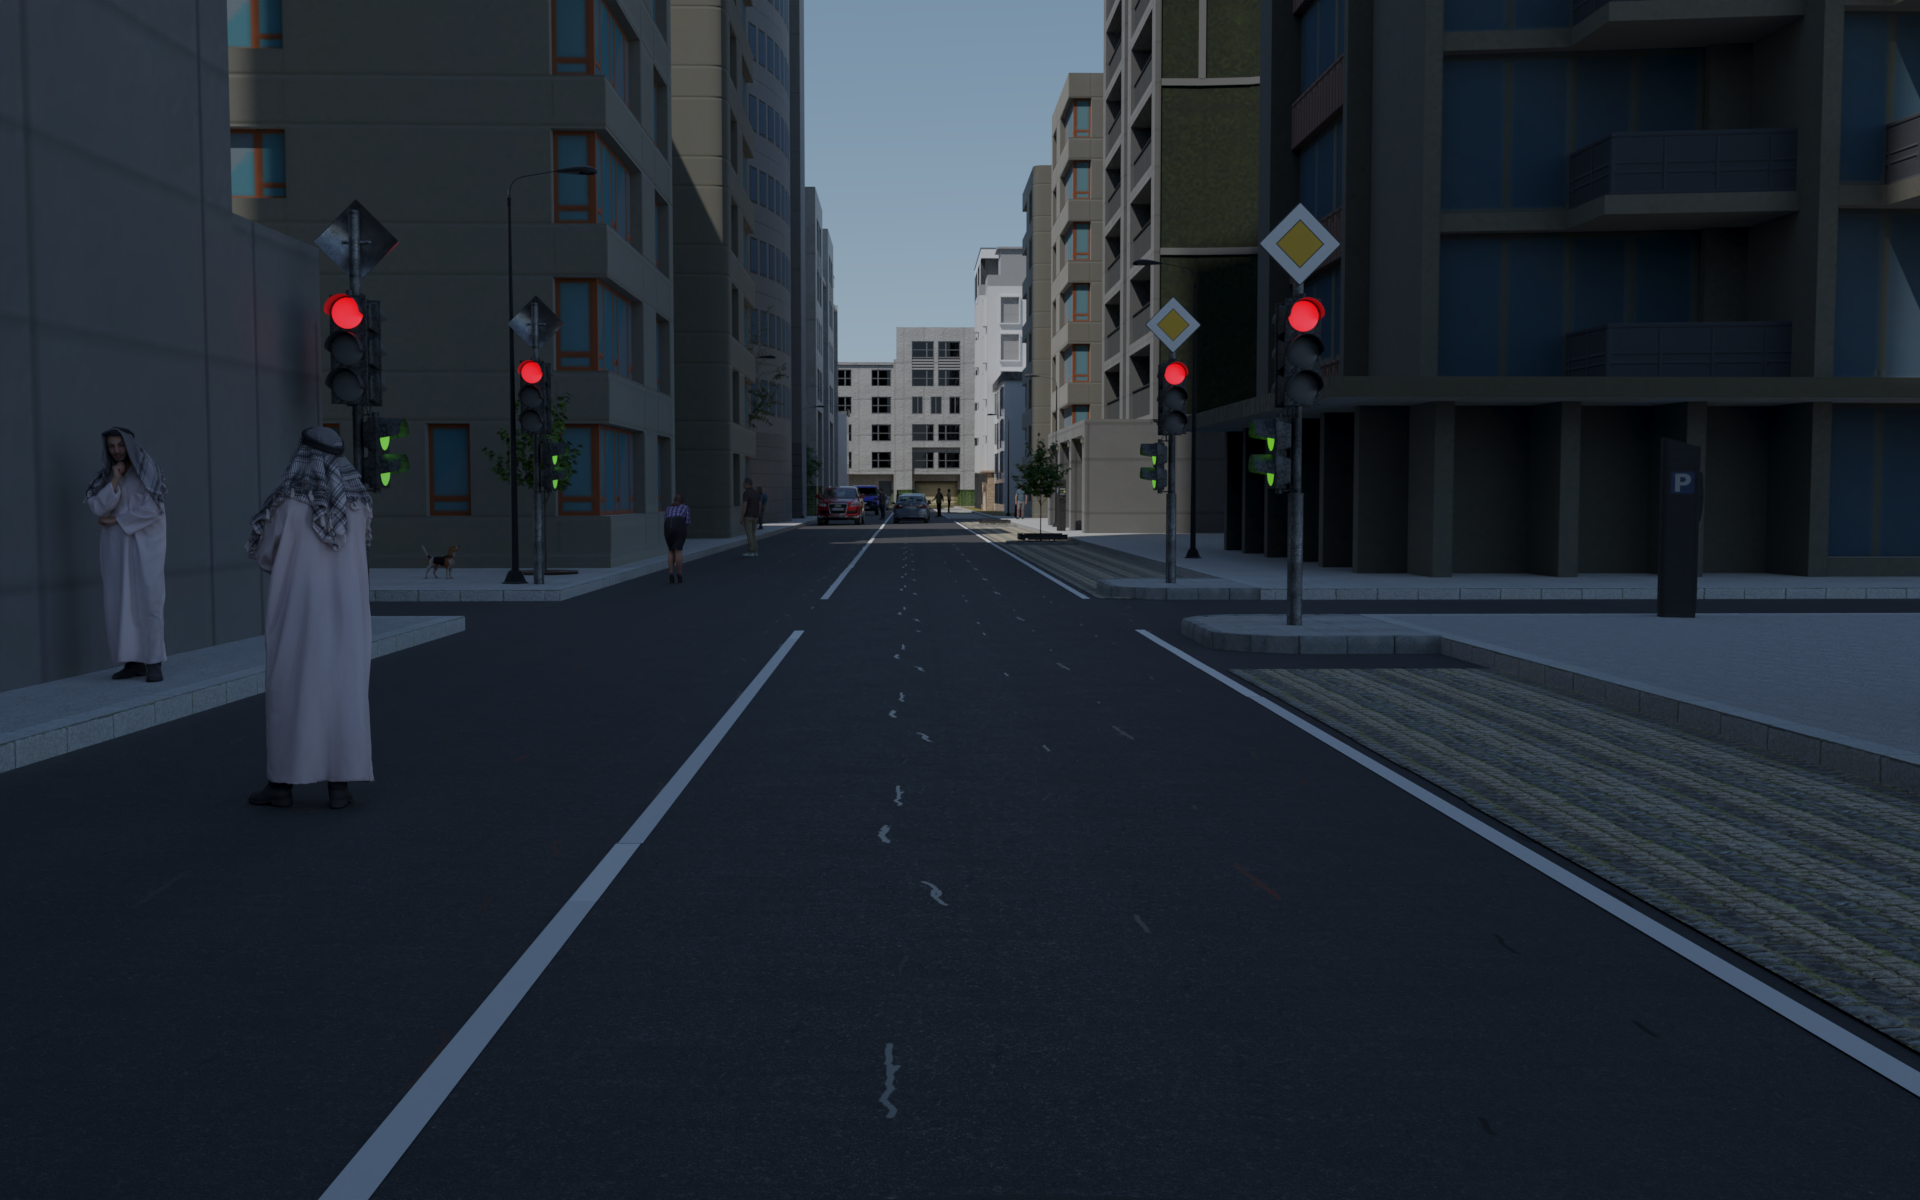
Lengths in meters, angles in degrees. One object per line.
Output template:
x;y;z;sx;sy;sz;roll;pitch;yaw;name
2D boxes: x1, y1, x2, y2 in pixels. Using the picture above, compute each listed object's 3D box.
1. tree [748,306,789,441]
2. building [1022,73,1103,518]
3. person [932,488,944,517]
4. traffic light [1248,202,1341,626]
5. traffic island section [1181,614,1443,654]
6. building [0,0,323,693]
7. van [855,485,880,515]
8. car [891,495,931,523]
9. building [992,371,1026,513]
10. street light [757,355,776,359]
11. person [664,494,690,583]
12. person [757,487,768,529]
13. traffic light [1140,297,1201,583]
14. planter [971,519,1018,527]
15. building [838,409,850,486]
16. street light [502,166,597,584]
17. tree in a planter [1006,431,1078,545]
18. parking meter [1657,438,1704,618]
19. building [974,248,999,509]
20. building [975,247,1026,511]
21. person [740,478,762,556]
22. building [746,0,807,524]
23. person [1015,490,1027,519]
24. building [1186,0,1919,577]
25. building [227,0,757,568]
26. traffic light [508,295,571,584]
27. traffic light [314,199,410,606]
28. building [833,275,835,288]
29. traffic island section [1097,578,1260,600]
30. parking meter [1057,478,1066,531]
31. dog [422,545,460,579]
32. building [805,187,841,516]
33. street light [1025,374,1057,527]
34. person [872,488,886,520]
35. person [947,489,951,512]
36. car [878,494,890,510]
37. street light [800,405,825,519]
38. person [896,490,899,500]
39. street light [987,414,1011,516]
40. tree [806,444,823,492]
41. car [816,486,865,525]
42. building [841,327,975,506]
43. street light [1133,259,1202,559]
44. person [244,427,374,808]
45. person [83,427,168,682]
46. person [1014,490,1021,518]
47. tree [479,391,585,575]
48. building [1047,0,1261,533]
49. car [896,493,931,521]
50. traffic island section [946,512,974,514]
-8.350;-6.896;63.107;4.360;8.622;3.978;0;3;0;tree
17.842;-14.750;86.196;27.650;21.520;28.899;0;4;-2;building
-1.334;-6.074;107.908;0.705;1.812;1.348;-2;4;-33;person
3.256;-1.708;16.853;0.839;4.253;0.868;0;4;-2;traffic light
3.296;0.325;16.968;2.009;0.180;2.903;0;4;-2;traffic island section
-16.379;-34.652;4.812;20.611;71.187;20.563;0;4;-2;building
-6.550;-7.039;119.466;2.240;2.365;5.245;0;4;-3;van
-2.422;-4.528;86.042;2.014;1.417;4.499;0;4;-1;car
7.447;-10.810;118.890;9.099;9.664;28.070;0;4;-2;building
-6.850;-5.227;58.009;1.470;5.913;1.316;0;4;-2;street light
-4.570;-0.991;27.929;0.421;1.427;0.697;0;4;1;person
-7.203;-3.321;62.559;0.429;1.552;0.499;-2;4;-34;person
3.017;-2.197;24.835;0.839;4.253;0.868;0;4;-2;traffic light
1.504;-3.397;76.681;1.991;0.319;1.994;0;4;-2;planter
-25.027;-13.984;170.785;28.070;9.664;9.099;0;4;-2;building
-5.830;-3.186;24.634;1.470;5.913;1.316;0;4;-2;street light
2.315;-3.198;49.508;1.991;3.239;1.994;0;4;-2;tree in a planter
7.502;-0.754;18.032;0.399;1.863;0.255;1;4;13;parking meter
15.167;-19.355;160.433;27.936;21.610;32.646;0;4;-2;building
9.259;-17.242;138.321;16.016;20.091;11.380;0;4;-2;building
-4.858;-1.919;40.004;0.434;1.807;0.598;3;5;44;person
-18.460;-32.829;78.757;21.231;58.520;28.212;0;4;-2;building
3.115;-5.028;88.380;0.598;1.807;0.434;0;4;8;person
19.522;-23.279;35.231;28.867;44.769;22.147;0;4;-2;building
-20.294;-12.128;43.328;27.650;21.520;28.899;0;4;-2;building
-5.980;-2.179;24.550;0.839;4.253;0.868;0;4;-2;traffic light
-5.741;-1.691;16.569;0.839;4.253;0.868;0;4;-2;traffic light
-25.295;-18.559;147.407;27.936;21.610;32.646;0;4;-2;building
3.057;-0.163;24.950;2.009;0.180;2.903;0;4;-2;traffic island section
3.513;-3.325;60.068;0.255;1.863;0.399;-1;4;-11;parking meter
-7.860;-0.575;26.225;0.540;0.507;0.406;-1;4;-19;dog
-17.151;-15.225;115.381;16.747;18.905;31.486;0;4;-2;building
3.202;-5.792;67.236;1.470;5.913;1.316;0;4;-2;street light
-4.571;-5.423;97.702;0.750;1.759;0.617;-1;4;-20;person
-0.778;-7.350;128.686;0.705;1.823;1.348;0;4;-2;person
-7.222;-8.754;155.125;2.014;1.417;4.499;0;4;-1;car
-7.770;-7.231;90.761;1.470;5.913;1.316;0;4;-2;street light
-6.116;-9.814;169.103;0.705;1.807;1.348;0;4;0;person
2.254;-7.795;99.992;1.470;5.913;1.316;0;4;-2;street light
-9.362;-6.951;97.366;4.285;4.588;4.351;0;3;0;tree
-5.582;-4.459;81.575;2.281;1.827;5.304;0;4;0;car
-6.990;-19.903;191.877;31.486;18.905;16.747;0;4;-2;building
4.113;-3.785;34.430;1.470;5.913;1.316;0;4;-2;street light
-2.959;0.072;7.989;0.621;1.740;0.551;2;4;35;person
-5.747;-0.321;11.965;0.551;1.740;0.621;-1;4;-19;person
3.052;-5.079;91.545;0.387;1.526;0.523;-2;4;-27;person
-6.594;-2.032;27.825;1.663;3.219;1.824;0;3;0;tree
14.125;-37.984;59.289;20.563;71.187;20.611;0;4;-2;building
-2.548;-5.254;94.694;1.959;1.807;4.718;0;4;-2;car
0.005;-6.352;126.725;1.991;0.108;1.994;0;4;-2;traffic island section
